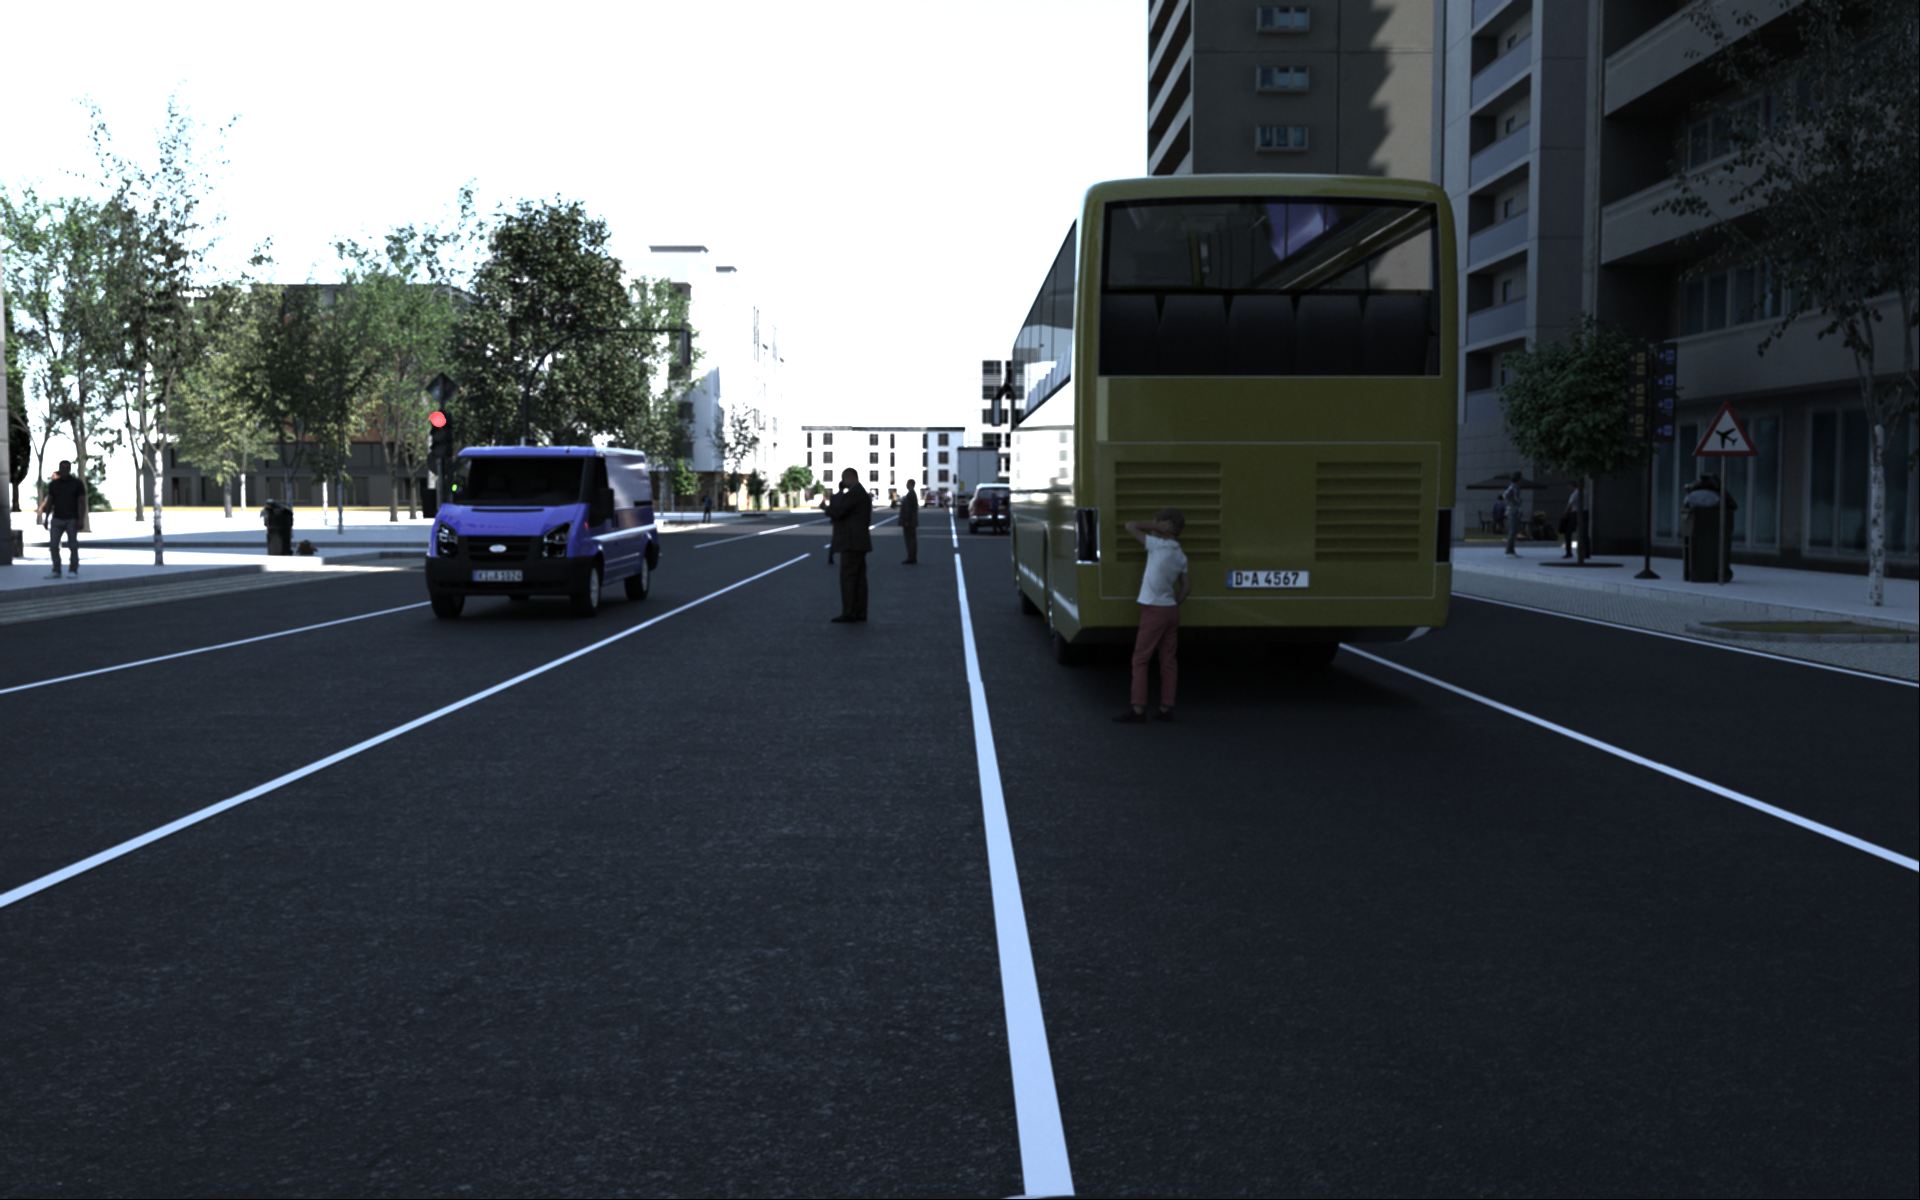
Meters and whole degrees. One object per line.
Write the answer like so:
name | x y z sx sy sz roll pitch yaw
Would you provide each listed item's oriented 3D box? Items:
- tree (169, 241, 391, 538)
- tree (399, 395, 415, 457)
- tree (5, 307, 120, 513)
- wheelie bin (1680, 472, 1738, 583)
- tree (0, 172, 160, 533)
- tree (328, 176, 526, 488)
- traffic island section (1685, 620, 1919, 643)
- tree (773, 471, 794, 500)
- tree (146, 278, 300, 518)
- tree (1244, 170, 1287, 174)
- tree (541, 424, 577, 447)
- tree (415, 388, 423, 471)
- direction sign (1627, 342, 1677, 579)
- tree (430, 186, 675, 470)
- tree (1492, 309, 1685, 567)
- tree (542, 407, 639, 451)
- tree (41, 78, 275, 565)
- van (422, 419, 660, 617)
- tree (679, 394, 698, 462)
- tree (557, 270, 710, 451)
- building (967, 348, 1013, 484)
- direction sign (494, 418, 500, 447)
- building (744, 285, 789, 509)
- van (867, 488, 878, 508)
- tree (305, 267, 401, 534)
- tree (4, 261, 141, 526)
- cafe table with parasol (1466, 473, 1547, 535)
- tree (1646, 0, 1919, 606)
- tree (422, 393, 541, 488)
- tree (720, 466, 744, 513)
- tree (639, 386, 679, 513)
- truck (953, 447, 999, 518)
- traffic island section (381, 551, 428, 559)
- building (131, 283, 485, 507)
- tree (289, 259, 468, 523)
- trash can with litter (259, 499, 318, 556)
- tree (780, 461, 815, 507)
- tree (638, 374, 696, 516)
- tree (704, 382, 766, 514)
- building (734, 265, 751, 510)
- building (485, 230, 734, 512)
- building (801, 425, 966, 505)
tree | -19.611 -6.108 50.234 4.737 8.622 4.395 0 3 0
tree | -25.428 -7.305 69.800 4.737 8.622 4.395 0 3 0
tree | -66.165 -12.981 114.064 13.155 14.587 18.604 2 4 30
wheelie bin | 10.879 -1.059 25.226 0.693 1.594 0.980 0 4 7
tree | -28.908 -8.007 56.676 9.928 11.665 9.643 0 3 0
tree | -31.446 -15.176 104.009 12.611 20.169 13.585 0 3 0
traffic island section | 8.486 0.328 17.508 1.991 0.108 1.994 0 4 0
tree | -14.795 -9.307 146.765 1.663 3.219 1.824 0 3 0
tree | -38.490 -10.552 90.654 7.486 12.596 7.792 0 3 0
tree | 10.288 -8.773 61.566 7.486 12.596 7.792 0 3 0
tree | -28.397 -10.226 117.554 4.737 8.622 4.395 0 3 0
tree | -35.649 -10.185 116.888 4.737 8.622 4.395 0 3 0
direction sign | 10.439 -2.092 26.208 0.379 3.537 0.876 -2 4 -27
tree | -15.171 -9.042 64.845 9.611 12.733 9.660 0 3 0
tree | 11.188 -2.886 30.893 4.285 4.588 4.351 0 3 0
tree | -19.551 -8.439 88.344 4.360 8.622 3.978 0 3 0
tree | -14.531 -4.951 31.304 4.360 8.622 3.978 0 3 0
van | -5.190 -1.072 21.914 2.240 2.365 5.245 0 4 0
tree | -19.885 -10.312 118.970 4.360 8.622 3.978 0 3 0
tree | -15.096 -9.406 79.551 9.928 11.665 9.643 0 3 0
building | 16.720 -21.516 218.248 31.486 18.905 16.747 0 4 0
direction sign | -13.804 -3.653 51.724 0.379 3.537 0.876 -2 4 -24
building | -26.108 -18.086 162.158 16.747 18.905 31.486 0 4 0
van | -9.413 -10.469 178.175 2.013 2.044 4.112 0 4 -2
tree | -20.166 -6.426 55.420 4.360 8.622 3.978 0 3 0
tree | -37.393 -8.286 69.890 8.767 10.594 7.601 -1 4 -19
cafe table with parasol | 17.469 -3.089 55.369 2.610 1.966 2.610 0 4 7
tree | 10.268 -4.229 19.510 4.360 8.622 3.978 0 3 0
tree | -25.665 -8.730 93.095 4.737 8.622 4.395 0 3 0
tree | -15.396 -7.537 117.837 1.663 3.219 1.824 0 3 0
tree | -20.453 -9.711 109.145 4.360 8.622 3.978 0 3 0
truck | 1.025 -7.268 107.748 2.839 4.237 11.283 0 4 0
traffic island section | -11.880 -1.074 39.845 2.009 0.180 2.903 0 4 0
building | -65.891 -20.678 182.053 32.646 21.610 27.936 0 4 0
tree | -25.682 -9.302 77.850 9.928 11.665 9.643 0 3 0
trash can with litter | -14.065 -1.523 36.283 0.624 1.170 1.055 3 5 42
tree | -15.569 -11.190 166.675 4.285 4.588 4.351 0 3 0
tree | -17.727 -9.322 102.776 4.737 8.622 4.395 0 3 0
tree | -14.623 -9.962 113.235 4.360 8.622 3.978 0 3 0
building | -25.084 -17.389 140.734 16.016 20.091 11.380 0 4 0
building | -25.786 -16.668 128.948 16.016 20.091 11.380 0 4 0
building | -13.297 -16.657 214.487 28.070 9.664 9.099 0 4 0
